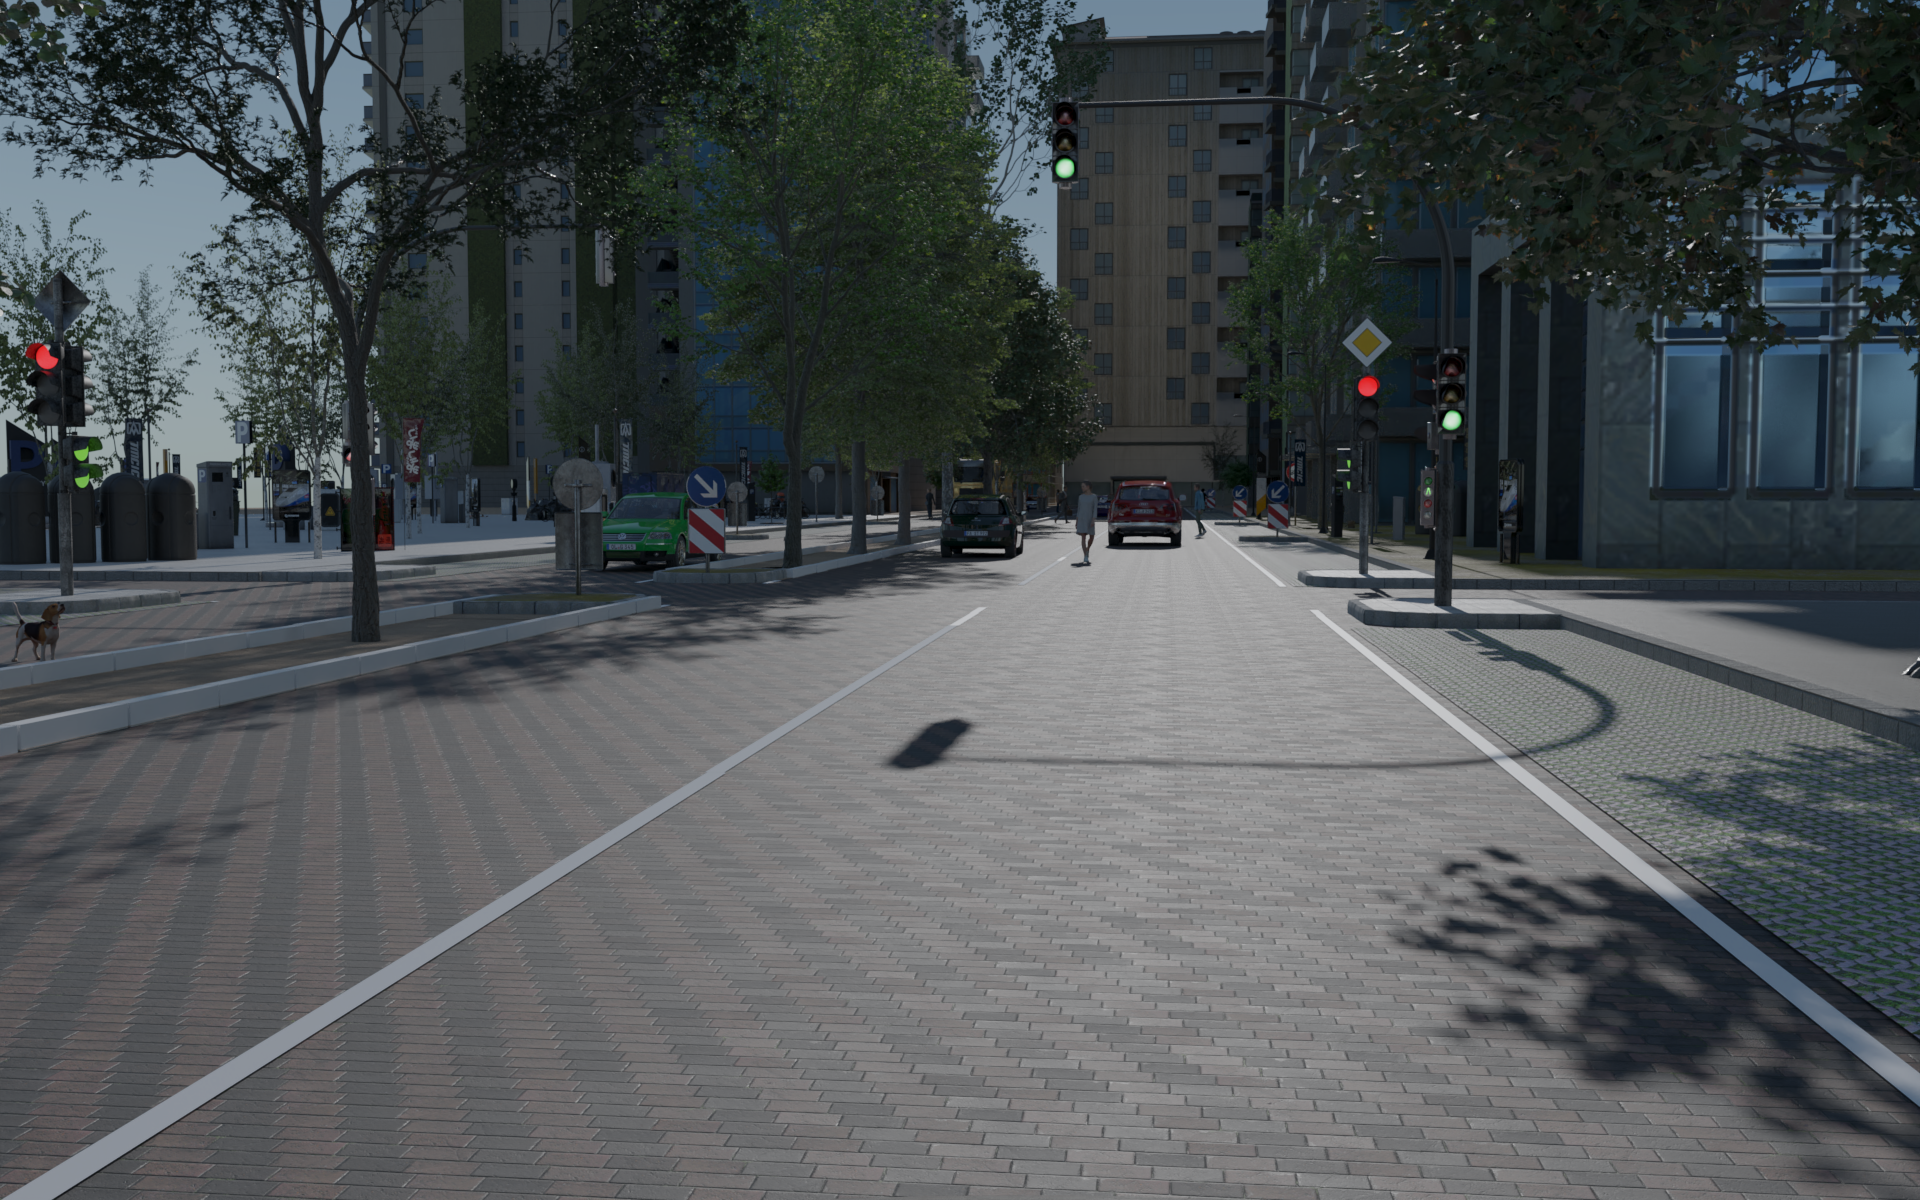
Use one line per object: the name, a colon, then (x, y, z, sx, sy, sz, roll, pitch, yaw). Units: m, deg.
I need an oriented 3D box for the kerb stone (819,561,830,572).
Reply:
kerb stone: (-2.600, -0.600, 32.039, 0.120, 0.150, 1.000, 0, 4, 7)

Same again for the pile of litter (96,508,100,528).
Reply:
pile of litter: (-32.042, -3.150, 65.471, 1.176, 0.858, 1.719, -1, 4, -22)

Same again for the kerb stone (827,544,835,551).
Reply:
kerb stone: (-3.354, -1.302, 43.491, 0.120, 0.150, 1.000, 0, 4, 7)

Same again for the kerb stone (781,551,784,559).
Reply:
kerb stone: (-3.958, -0.992, 38.415, 0.120, 0.150, 1.000, 0, 4, 7)

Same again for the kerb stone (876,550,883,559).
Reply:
kerb stone: (-1.882, -0.971, 38.162, 0.120, 0.150, 1.000, 0, 4, 7)

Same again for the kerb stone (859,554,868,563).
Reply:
kerb stone: (-2.123, -0.851, 36.116, 0.120, 0.150, 1.000, 0, 4, 7)

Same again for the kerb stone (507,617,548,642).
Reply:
kerb stone: (-4.369, 0.303, 17.245, 0.120, 0.150, 1.000, 0, 4, 7)

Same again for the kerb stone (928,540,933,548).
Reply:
kerb stone: (-0.909, -1.474, 46.294, 0.120, 0.150, 1.000, 0, 4, 7)

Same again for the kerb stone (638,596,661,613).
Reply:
kerb stone: (-3.881, 0.054, 21.310, 0.120, 0.150, 1.000, 0, 4, 7)

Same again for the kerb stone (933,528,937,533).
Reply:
kerb stone: (-1.064, -2.484, 62.812, 0.120, 0.150, 1.000, 0, 4, 7)

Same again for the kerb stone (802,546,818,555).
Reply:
kerb stone: (-3.608, -1.176, 41.462, 0.120, 0.150, 1.000, 0, 4, 7)

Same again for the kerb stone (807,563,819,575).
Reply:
kerb stone: (-2.734, -0.539, 31.018, 0.120, 0.150, 1.000, 0, 4, 7)

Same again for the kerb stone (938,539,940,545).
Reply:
kerb stone: (-0.664, -1.598, 48.329, 0.120, 0.150, 1.000, 0, 4, 7)

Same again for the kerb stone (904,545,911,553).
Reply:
kerb stone: (-1.393, -1.224, 42.230, 0.120, 0.150, 1.000, 0, 4, 7)

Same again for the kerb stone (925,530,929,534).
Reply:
kerb stone: (-1.300, -2.352, 60.782, 0.120, 0.150, 1.000, 0, 4, 7)

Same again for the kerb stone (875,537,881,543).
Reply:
kerb stone: (-2.510, -1.738, 50.607, 0.120, 0.150, 1.000, 0, 4, 7)

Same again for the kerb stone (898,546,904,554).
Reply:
kerb stone: (-1.515, -1.163, 41.215, 0.120, 0.150, 1.000, 0, 4, 7)

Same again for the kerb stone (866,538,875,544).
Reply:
kerb stone: (-2.637, -1.676, 49.592, 0.120, 0.150, 1.000, 0, 4, 7)

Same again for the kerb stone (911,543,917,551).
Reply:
kerb stone: (-1.269, -1.288, 43.249, 0.120, 0.150, 1.000, 0, 4, 7)

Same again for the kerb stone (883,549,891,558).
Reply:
kerb stone: (-1.750, -1.039, 39.181, 0.120, 0.150, 1.000, 0, 4, 7)

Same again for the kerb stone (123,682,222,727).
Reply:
kerb stone: (-5.097, 0.676, 11.143, 0.120, 0.150, 1.000, 0, 4, 7)

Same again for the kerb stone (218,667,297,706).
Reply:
kerb stone: (-4.979, 0.614, 12.158, 0.120, 0.150, 1.000, 0, 4, 7)

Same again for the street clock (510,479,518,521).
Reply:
street clock: (-20.999, -4.709, 81.564, 0.358, 2.002, 0.471, -2, 4, -29)

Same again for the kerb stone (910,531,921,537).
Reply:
kerb stone: (-1.543, -2.233, 58.731, 0.120, 0.150, 1.000, 0, 4, 7)

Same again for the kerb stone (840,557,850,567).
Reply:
kerb stone: (-2.366, -0.727, 34.086, 0.120, 0.150, 1.000, 0, 4, 7)

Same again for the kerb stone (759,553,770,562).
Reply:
kerb stone: (-4.207, -0.864, 36.384, 0.120, 0.150, 1.000, 0, 4, 7)

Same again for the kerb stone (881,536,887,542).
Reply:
kerb stone: (-2.390, -1.796, 51.623, 0.120, 0.150, 1.000, 0, 4, 7)

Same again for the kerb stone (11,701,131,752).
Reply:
kerb stone: (-5.221, 0.738, 10.129, 0.120, 0.150, 1.000, 0, 4, 7)

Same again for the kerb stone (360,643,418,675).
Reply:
kerb stone: (-4.734, 0.494, 14.191, 0.120, 0.150, 1.000, 0, 4, 7)

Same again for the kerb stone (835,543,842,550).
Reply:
kerb stone: (-3.239, -1.362, 44.507, 0.120, 0.150, 1.000, 0, 4, 7)

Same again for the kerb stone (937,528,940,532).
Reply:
kerb stone: (-0.935, -2.544, 63.840, 0.120, 0.150, 1.000, 0, 4, 7)

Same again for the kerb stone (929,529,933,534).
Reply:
kerb stone: (-1.173, -2.422, 61.796, 0.120, 0.150, 1.000, 0, 4, 7)

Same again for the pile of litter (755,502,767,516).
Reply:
pile of litter: (-12.067, -5.343, 101.316, 1.719, 0.858, 1.176, 1, 4, 9)

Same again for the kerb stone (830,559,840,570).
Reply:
kerb stone: (-2.493, -0.664, 33.059, 0.120, 0.150, 1.000, 0, 4, 7)

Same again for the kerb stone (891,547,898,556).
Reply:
kerb stone: (-1.638, -1.101, 40.197, 0.120, 0.150, 1.000, 0, 4, 7)

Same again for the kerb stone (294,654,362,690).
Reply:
kerb stone: (-4.857, 0.552, 13.176, 0.120, 0.150, 1.000, 0, 4, 7)

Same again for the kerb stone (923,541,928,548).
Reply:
kerb stone: (-1.038, -1.412, 45.280, 0.120, 0.150, 1.000, 0, 4, 7)

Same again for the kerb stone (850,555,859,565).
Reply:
kerb stone: (-2.241, -0.789, 35.101, 0.120, 0.150, 1.000, 0, 4, 7)

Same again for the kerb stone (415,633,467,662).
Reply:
kerb stone: (-4.615, 0.427, 15.216, 0.120, 0.150, 1.000, 0, 4, 7)

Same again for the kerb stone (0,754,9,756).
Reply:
kerb stone: (-5.342, 0.800, 9.108, 0.120, 0.150, 1.000, 0, 4, 7)

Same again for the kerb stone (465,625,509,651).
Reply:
kerb stone: (-4.498, 0.365, 16.232, 0.120, 0.150, 1.000, 0, 4, 7)

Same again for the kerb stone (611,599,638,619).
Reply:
kerb stone: (-4.011, 0.118, 20.296, 0.120, 0.150, 1.000, 0, 4, 7)

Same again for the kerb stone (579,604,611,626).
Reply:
kerb stone: (-4.131, 0.179, 19.275, 0.120, 0.150, 1.000, 0, 4, 7)

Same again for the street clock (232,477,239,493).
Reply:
street clock: (-31.528, -4.325, 75.291, 0.471, 2.002, 0.358, 3, 5, 43)

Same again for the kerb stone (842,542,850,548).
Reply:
kerb stone: (-3.115, -1.427, 45.523, 0.120, 0.150, 1.000, 0, 4, 7)

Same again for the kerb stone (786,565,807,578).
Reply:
kerb stone: (-2.848, -0.477, 30.001, 0.120, 0.150, 1.000, 0, 4, 7)

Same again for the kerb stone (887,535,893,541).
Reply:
kerb stone: (-2.266, -1.862, 52.637, 0.120, 0.150, 1.000, 0, 4, 7)

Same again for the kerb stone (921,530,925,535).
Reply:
kerb stone: (-1.422, -2.295, 59.760, 0.120, 0.150, 1.000, 0, 4, 7)

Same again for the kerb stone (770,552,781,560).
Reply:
kerb stone: (-4.085, -0.926, 37.399, 0.120, 0.150, 1.000, 0, 4, 7)

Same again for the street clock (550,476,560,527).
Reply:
street clock: (-15.719, -3.850, 67.526, 0.358, 2.002, 0.471, 2, 4, 32)

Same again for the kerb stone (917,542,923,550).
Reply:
kerb stone: (-1.151, -1.350, 44.264, 0.120, 0.150, 1.000, 0, 4, 7)

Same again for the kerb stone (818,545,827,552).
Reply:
kerb stone: (-3.481, -1.240, 42.477, 0.120, 0.150, 1.000, 0, 4, 7)

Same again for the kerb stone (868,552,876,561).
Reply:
kerb stone: (-1.999, -0.905, 37.145, 0.120, 0.150, 1.000, 0, 4, 7)

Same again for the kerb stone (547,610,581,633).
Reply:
kerb stone: (-4.254, 0.241, 18.261, 0.120, 0.150, 1.000, 0, 4, 7)

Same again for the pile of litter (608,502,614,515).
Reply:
pile of litter: (-19.221, -4.978, 95.354, 1.719, 0.858, 1.176, -1, 4, -14)

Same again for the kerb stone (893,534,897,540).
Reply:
kerb stone: (-2.149, -1.922, 53.653, 0.120, 0.150, 1.000, 0, 4, 7)

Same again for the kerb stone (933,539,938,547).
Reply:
kerb stone: (-0.784, -1.532, 47.313, 0.120, 0.150, 1.000, 0, 4, 7)
